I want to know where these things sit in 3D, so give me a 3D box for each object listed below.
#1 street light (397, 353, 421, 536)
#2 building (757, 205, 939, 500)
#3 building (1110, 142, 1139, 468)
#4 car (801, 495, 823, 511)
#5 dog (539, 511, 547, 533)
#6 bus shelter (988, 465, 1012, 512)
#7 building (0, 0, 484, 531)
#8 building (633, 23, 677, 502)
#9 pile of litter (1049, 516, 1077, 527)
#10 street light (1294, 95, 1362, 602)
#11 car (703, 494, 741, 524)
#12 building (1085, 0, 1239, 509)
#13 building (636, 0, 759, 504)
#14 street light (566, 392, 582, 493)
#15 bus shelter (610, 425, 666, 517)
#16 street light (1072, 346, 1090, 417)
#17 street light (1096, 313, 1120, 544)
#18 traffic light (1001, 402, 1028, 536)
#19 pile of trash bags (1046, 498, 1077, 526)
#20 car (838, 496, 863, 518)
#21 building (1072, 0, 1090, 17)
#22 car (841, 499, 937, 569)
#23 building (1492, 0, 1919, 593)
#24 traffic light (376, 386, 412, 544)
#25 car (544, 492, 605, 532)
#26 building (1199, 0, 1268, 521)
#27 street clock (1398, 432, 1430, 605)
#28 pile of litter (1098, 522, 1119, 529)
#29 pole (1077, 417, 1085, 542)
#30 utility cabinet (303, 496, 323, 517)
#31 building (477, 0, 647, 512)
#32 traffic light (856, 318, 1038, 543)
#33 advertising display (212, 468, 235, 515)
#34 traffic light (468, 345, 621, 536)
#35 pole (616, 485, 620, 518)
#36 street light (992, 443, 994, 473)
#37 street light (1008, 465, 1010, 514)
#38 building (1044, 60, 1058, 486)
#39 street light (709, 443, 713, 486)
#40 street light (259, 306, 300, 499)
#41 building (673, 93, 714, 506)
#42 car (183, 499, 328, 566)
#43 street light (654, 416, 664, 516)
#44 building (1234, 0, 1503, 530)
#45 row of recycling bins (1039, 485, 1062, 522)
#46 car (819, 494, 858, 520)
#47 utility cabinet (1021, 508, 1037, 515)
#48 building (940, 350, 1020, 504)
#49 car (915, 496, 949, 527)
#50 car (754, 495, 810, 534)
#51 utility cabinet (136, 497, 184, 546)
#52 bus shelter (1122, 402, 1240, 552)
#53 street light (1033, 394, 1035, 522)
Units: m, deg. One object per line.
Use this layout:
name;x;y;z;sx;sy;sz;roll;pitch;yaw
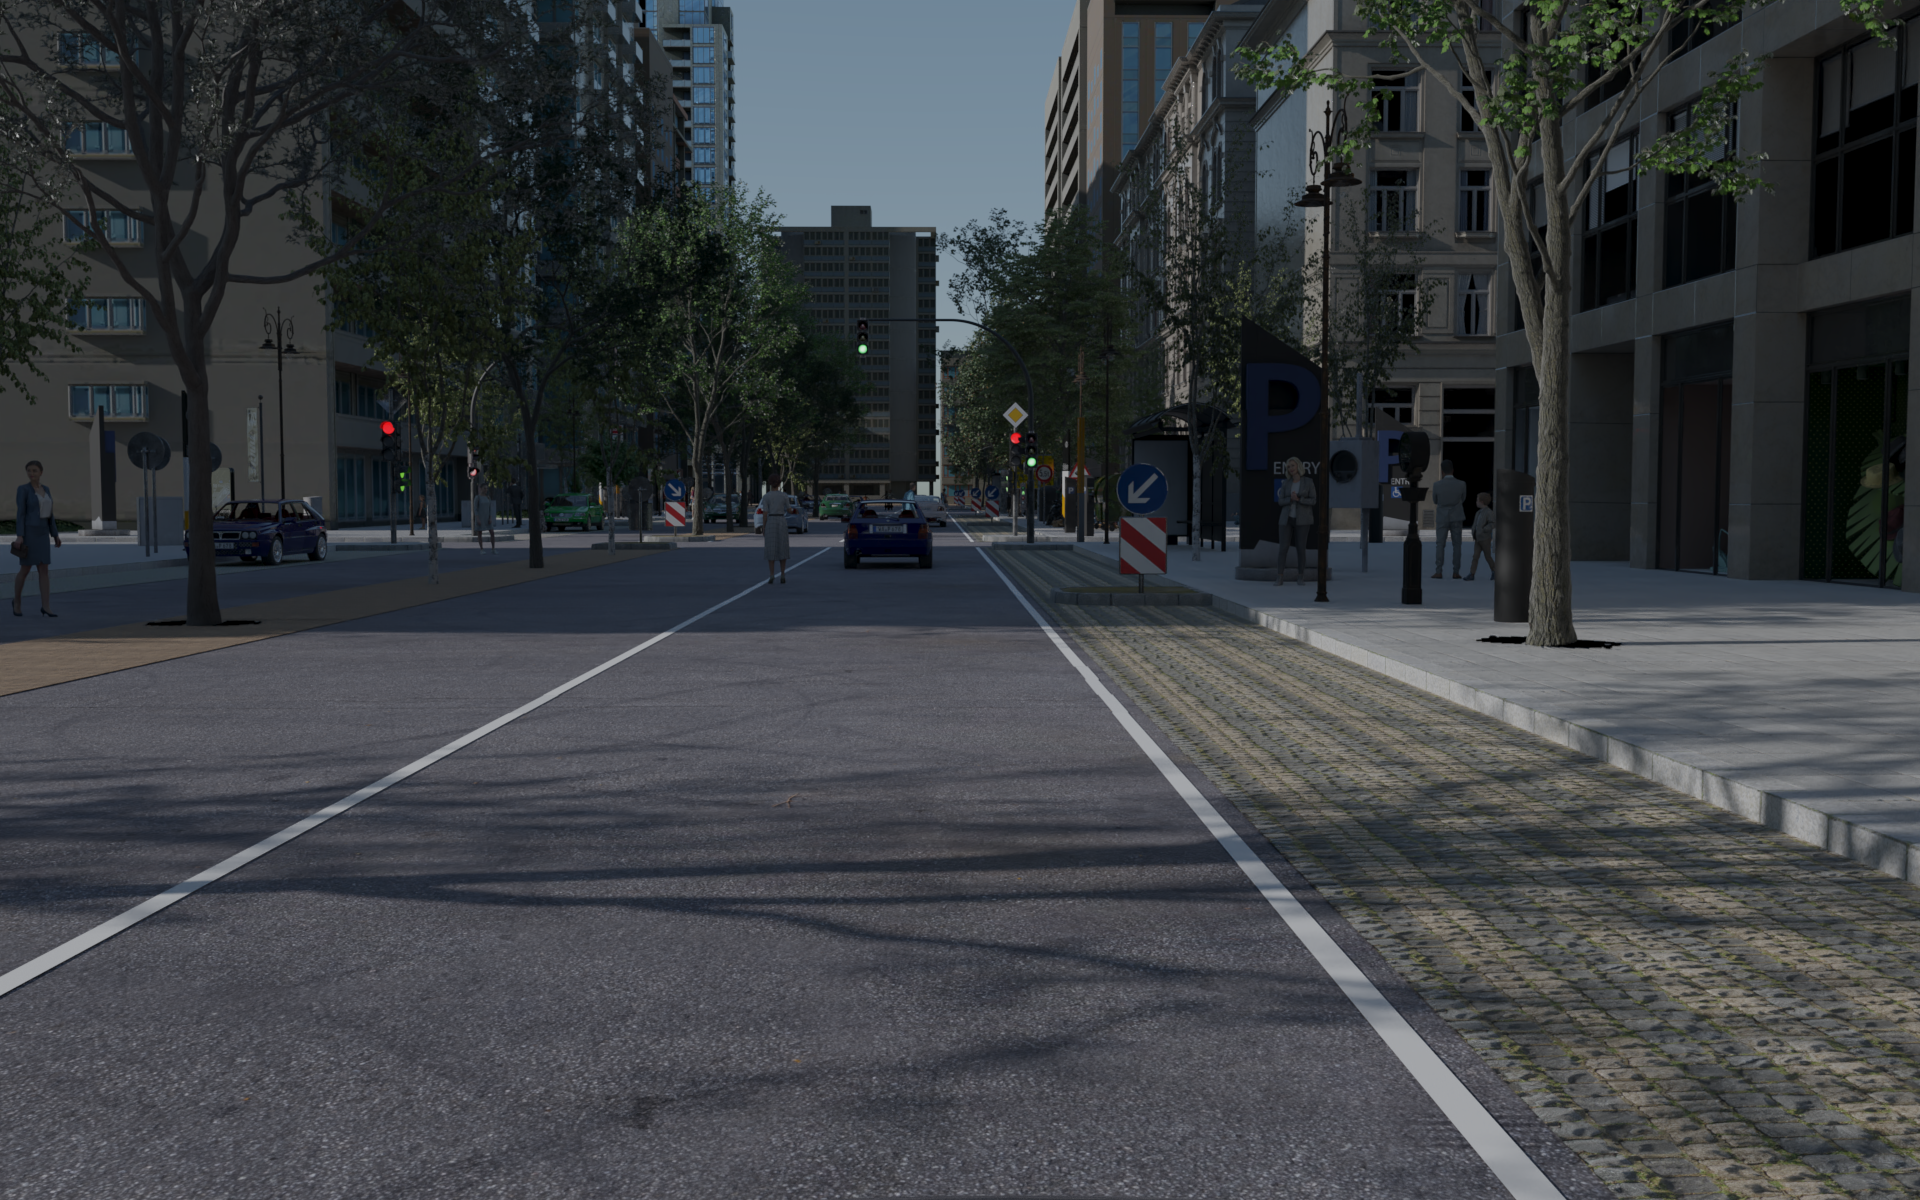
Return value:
street light;-16.948;-4.929;53.382;0.468;5.910;1.993;0;4;-1
building;-14.822;-33.279;235.987;23.993;40.220;32.217;0;4;-1
building;18.069;-20.099;116.008;14.401;28.519;23.554;0;4;-1
car;-12.398;-8.092;144.890;1.945;1.354;3.894;0;4;-2
dog;-15.543;-2.887;64.033;0.513;0.831;0.800;1;4;22
bus shelter;3.101;-7.920;123.414;2.014;3.302;5.546;0;4;-1
building;-32.909;-27.268;69.541;21.300;48.544;21.600;0;4;-1
building;-35.061;-31.461;164.495;14.600;45.320;14.200;0;4;-1
pile of litter;4.007;-3.268;67.391;1.176;0.858;1.719;3;5;41
street light;4.318;-2.918;20.495;0.468;5.910;1.993;0;4;-1
car;-11.598;-4.523;85.749;2.131;1.459;4.920;0;4;-1
building;18.093;-30.254;144.766;14.600;45.320;14.200;0;4;-1
building;-42.599;-55.979;227.933;31.000;86.520;22.319;0;4;-1
street light;-17.215;-6.393;77.314;0.468;5.910;1.993;0;4;-1
bus shelter;-19.209;-7.668;102.999;2.179;5.291;8.768;0;4;-1
street light;3.773;-4.972;54.083;0.468;5.910;1.993;0;4;-1
street light;3.775;-4.381;44.423;0.468;5.910;1.993;0;4;-1
traffic light;1.677;-3.921;53.021;0.839;4.253;0.868;0;4;-1
pile of trash bags;4.746;-3.798;71.843;1.912;1.369;3.447;1;4;17
car;-6.514;-5.665;105.199;1.945;1.354;3.894;0;4;-1
building;20.891;-32.959;162.583;21.300;48.544;21.600;0;4;-1
car;-1.424;-1.349;34.637;1.945;1.354;3.894;0;4;-2
building;21.423;-13.176;19.938;19.350;26.468;34.151;0;4;-1
traffic light;-14.648;-3.414;44.746;0.839;4.253;0.868;0;4;-1
car;-14.917;-3.553;66.882;1.959;1.807;4.718;0;4;-1
building;18.300;-18.645;92.237;14.401;28.519;23.554;0;4;-1
street clock;5.267;-0.952;20.133;0.358;2.002;0.471;0;4;-4
pile of litter;5.458;-3.079;64.304;1.176;0.858;1.719;0;4;7
pole;3.213;-3.194;46.065;0.158;3.312;0.155;0;3;0
utility cabinet;-16.969;-2.095;45.420;0.306;1.237;1.020;-2;4;-31
building;-38.361;-31.953;142.037;23.786;49.044;30.456;0;4;-1
traffic light;-0.279;-4.293;44.861;4.771;5.953;1.251;0;4;-1
advertising display;-18.126;-2.279;42.474;0.974;1.923;0.123;2;4;32
traffic light;-12.692;-4.779;52.800;4.771;5.953;1.251;0;4;-1
pole;-18.093;-5.980;91.615;0.158;3.312;0.155;0;3;0
street light;2.445;-9.483;127.840;0.468;5.910;1.993;0;4;-1
street light;2.935;-8.020;103.911;0.468;5.910;1.993;0;4;-1
building;20.342;-34.345;185.234;21.300;48.544;21.600;0;4;-1
street light;-18.067;-9.329;125.309;0.468;5.910;1.993;0;4;-1
street light;-16.776;-4.283;42.822;0.468;5.910;1.993;0;4;-1
building;-42.065;-32.367;183.820;28.867;44.769;22.147;0;4;-1
car;-14.442;-1.410;35.640;1.945;1.354;3.894;0;4;-1
street light;-17.597;-7.857;101.245;0.468;5.910;1.993;0;4;-1
building;27.169;-14.389;68.540;30.059;22.955;16.112;0;4;-1
row of recycling bins;4.538;-4.606;82.422;1.069;1.692;3.534;1;4;16
car;-6.732;-5.118;95.476;2.131;1.459;4.920;0;4;0
utility cabinet;4.362;-5.975;108.861;1.020;1.237;0.306;2;4;27
building;11.879;-23.787;233.955;28.899;21.520;27.650;0;4;-1
car;-1.539;-3.927;76.565;2.083;1.381;4.827;0;4;-1
car;-6.506;-3.130;63.184;2.014;1.417;4.499;0;4;-2
utility cabinet;-19.899;-1.953;43.093;1.020;1.237;0.306;-3;4;-38
bus shelter;5.126;-2.877;40.967;2.014;3.302;5.546;0;4;-1
street light;3.293;-6.436;78.012;0.468;5.910;1.993;0;4;-1
